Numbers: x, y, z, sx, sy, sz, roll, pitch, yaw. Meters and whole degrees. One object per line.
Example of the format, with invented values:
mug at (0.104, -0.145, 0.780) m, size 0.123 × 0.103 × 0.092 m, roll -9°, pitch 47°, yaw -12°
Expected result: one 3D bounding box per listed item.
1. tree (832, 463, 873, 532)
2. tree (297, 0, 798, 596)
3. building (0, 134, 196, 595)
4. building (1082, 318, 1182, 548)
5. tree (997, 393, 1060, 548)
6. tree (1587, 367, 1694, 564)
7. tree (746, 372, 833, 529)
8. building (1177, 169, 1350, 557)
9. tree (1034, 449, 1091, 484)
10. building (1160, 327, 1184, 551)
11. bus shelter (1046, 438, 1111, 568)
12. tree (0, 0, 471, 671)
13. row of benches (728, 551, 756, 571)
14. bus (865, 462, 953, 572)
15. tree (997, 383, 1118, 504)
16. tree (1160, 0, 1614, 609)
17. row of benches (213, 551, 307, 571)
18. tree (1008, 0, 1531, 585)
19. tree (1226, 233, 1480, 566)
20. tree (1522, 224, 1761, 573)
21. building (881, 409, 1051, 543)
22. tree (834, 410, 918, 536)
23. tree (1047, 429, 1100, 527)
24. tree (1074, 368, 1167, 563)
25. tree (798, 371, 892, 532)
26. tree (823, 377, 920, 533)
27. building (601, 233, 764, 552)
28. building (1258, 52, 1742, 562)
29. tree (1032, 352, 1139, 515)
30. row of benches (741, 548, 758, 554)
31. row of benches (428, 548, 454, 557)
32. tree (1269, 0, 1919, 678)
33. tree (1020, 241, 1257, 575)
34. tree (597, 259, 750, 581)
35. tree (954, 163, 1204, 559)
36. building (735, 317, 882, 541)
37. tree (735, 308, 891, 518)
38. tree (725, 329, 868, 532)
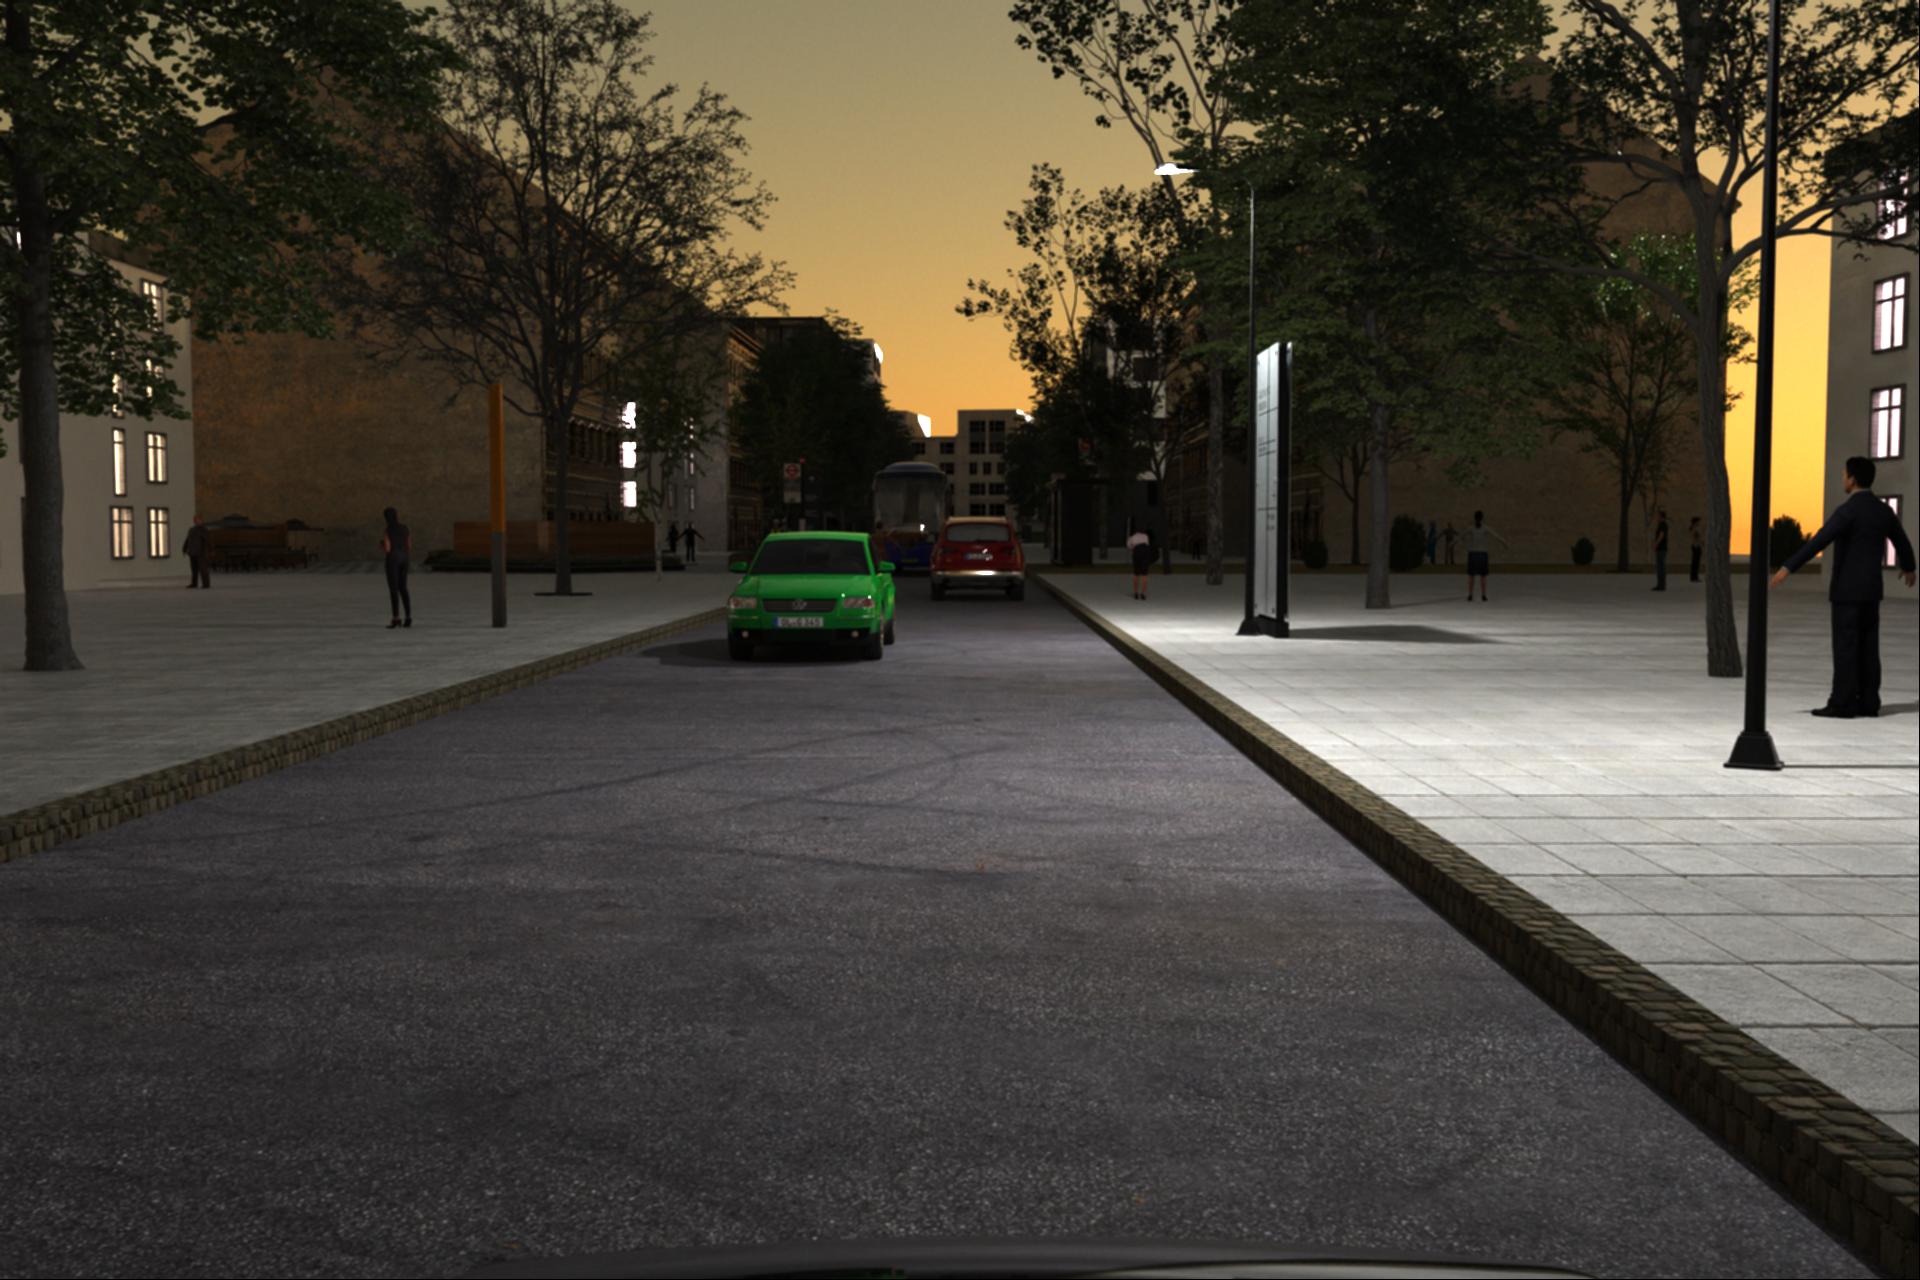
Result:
tree at (-7.535, -10.662, 124.681) m, size 4.360 × 8.622 × 3.978 m, roll 0°, pitch 3°, yaw 0°
tree at (-8.383, -7.683, 35.994) m, size 12.009 × 13.543 × 11.850 m, roll 0°, pitch 3°, yaw 0°
building at (-24.555, -6.000, 40.254) m, size 9.099 × 9.664 × 28.070 m, roll 0°, pitch 4°, yaw 0°
building at (26.413, -20.554, 180.035) m, size 27.936 × 21.610 × 32.646 m, roll 0°, pitch 4°, yaw 1°
tree at (7.988, -15.304, 156.882) m, size 9.857 × 13.997 × 8.962 m, roll 0°, pitch 3°, yaw 0°
tree at (29.650, -7.563, 74.012) m, size 4.360 × 8.622 × 3.978 m, roll 0°, pitch 3°, yaw 0°
tree at (-7.965, -7.897, 79.484) m, size 4.737 × 8.622 × 4.395 m, roll 0°, pitch 3°, yaw 0°
building at (23.989, -16.868, 106.727) m, size 19.493 × 23.208 × 18.063 m, roll 0°, pitch 4°, yaw 1°
tree at (7.179, -10.859, 127.903) m, size 4.360 × 8.622 × 3.978 m, roll 0°, pitch 3°, yaw 0°
building at (25.913, -18.393, 131.650) m, size 19.493 × 23.208 × 18.063 m, roll 0°, pitch 4°, yaw 0°
bus shelter at (4.646, -5.648, 69.968) m, size 2.179 × 5.291 × 8.768 m, roll 0°, pitch 4°, yaw -1°
tree at (-8.442, -5.963, 15.627) m, size 7.486 × 12.596 × 7.792 m, roll 0°, pitch 3°, yaw 0°
row of benches at (-7.711, -2.808, 61.370) m, size 1.422 × 0.672 × 4.104 m, roll 0°, pitch 4°, yaw -2°
bus at (-1.650, -4.366, 62.928) m, size 2.896 × 3.916 × 12.251 m, roll 0°, pitch 4°, yaw 0°
tree at (7.891, -13.879, 137.286) m, size 12.009 × 13.543 × 11.850 m, roll 0°, pitch 3°, yaw 0°
tree at (6.889, -6.827, 29.741) m, size 7.486 × 12.596 × 7.792 m, roll 0°, pitch 3°, yaw 0°
row of benches at (-25.004, -2.856, 62.162) m, size 1.422 × 0.672 × 4.104 m, roll 1°, pitch 4°, yaw 21°
tree at (7.717, -11.417, 42.561) m, size 12.611 × 20.169 × 13.585 m, roll 0°, pitch 3°, yaw 0°
tree at (16.138, -9.813, 70.807) m, size 12.009 × 13.543 × 11.850 m, roll 0°, pitch 3°, yaw 0°
tree at (22.444, -8.076, 57.798) m, size 9.928 × 11.665 × 9.643 m, roll 0°, pitch 3°, yaw 0°
building at (1.139, -23.493, 253.026) m, size 31.486 × 18.905 × 16.747 m, roll 1°, pitch 4°, yaw 10°
tree at (-8.145, -15.208, 155.310) m, size 9.857 × 13.997 × 8.962 m, roll 0°, pitch 3°, yaw 0°
tree at (7.683, -10.219, 117.448) m, size 4.737 × 8.622 × 4.395 m, roll 0°, pitch 3°, yaw 0°
tree at (7.570, -7.731, 76.767) m, size 4.360 × 8.622 × 3.978 m, roll 0°, pitch 3°, yaw 0°
tree at (-8.071, -12.088, 115.764) m, size 7.486 × 12.596 × 7.792 m, roll 0°, pitch 3°, yaw 0°
tree at (-7.902, -13.794, 135.904) m, size 12.009 × 13.543 × 11.850 m, roll 0°, pitch 3°, yaw 0°
building at (-25.901, -18.599, 135.016) m, size 19.493 × 23.208 × 18.063 m, roll 0°, pitch 4°, yaw 1°
building at (26.046, -15.753, 88.486) m, size 19.493 × 23.208 × 18.063 m, roll 0°, pitch 4°, yaw 1°
tree at (8.059, -11.645, 108.520) m, size 7.486 × 12.596 × 7.792 m, roll 0°, pitch 3°, yaw 0°
row of benches at (-7.813, -3.551, 73.529) m, size 1.422 × 0.672 × 4.104 m, roll -3°, pitch 5°, yaw -44°
row of benches at (-21.125, -3.647, 75.095) m, size 1.422 × 0.672 × 4.104 m, roll 3°, pitch 4°, yaw 38°
tree at (6.624, -4.960, 15.502) m, size 7.601 × 10.594 × 8.767 m, roll 2°, pitch 4°, yaw 35°
tree at (6.414, -7.375, 55.000) m, size 8.767 × 10.594 × 7.601 m, roll -2°, pitch 4°, yaw -35°
tree at (-8.121, -5.937, 47.436) m, size 4.737 × 8.622 × 4.395 m, roll 0°, pitch 3°, yaw 0°
tree at (6.478, -14.257, 88.993) m, size 12.611 × 20.169 × 13.585 m, roll 0°, pitch 3°, yaw 0°
building at (-23.071, -20.530, 179.632) m, size 27.936 × 21.610 × 32.646 m, roll 0°, pitch 4°, yaw 1°
tree at (-8.653, -11.761, 98.945) m, size 9.857 × 13.997 × 8.962 m, roll 0°, pitch 3°, yaw 0°
tree at (-8.198, -9.886, 87.386) m, size 9.928 × 11.665 × 9.643 m, roll 0°, pitch 3°, yaw 0°
